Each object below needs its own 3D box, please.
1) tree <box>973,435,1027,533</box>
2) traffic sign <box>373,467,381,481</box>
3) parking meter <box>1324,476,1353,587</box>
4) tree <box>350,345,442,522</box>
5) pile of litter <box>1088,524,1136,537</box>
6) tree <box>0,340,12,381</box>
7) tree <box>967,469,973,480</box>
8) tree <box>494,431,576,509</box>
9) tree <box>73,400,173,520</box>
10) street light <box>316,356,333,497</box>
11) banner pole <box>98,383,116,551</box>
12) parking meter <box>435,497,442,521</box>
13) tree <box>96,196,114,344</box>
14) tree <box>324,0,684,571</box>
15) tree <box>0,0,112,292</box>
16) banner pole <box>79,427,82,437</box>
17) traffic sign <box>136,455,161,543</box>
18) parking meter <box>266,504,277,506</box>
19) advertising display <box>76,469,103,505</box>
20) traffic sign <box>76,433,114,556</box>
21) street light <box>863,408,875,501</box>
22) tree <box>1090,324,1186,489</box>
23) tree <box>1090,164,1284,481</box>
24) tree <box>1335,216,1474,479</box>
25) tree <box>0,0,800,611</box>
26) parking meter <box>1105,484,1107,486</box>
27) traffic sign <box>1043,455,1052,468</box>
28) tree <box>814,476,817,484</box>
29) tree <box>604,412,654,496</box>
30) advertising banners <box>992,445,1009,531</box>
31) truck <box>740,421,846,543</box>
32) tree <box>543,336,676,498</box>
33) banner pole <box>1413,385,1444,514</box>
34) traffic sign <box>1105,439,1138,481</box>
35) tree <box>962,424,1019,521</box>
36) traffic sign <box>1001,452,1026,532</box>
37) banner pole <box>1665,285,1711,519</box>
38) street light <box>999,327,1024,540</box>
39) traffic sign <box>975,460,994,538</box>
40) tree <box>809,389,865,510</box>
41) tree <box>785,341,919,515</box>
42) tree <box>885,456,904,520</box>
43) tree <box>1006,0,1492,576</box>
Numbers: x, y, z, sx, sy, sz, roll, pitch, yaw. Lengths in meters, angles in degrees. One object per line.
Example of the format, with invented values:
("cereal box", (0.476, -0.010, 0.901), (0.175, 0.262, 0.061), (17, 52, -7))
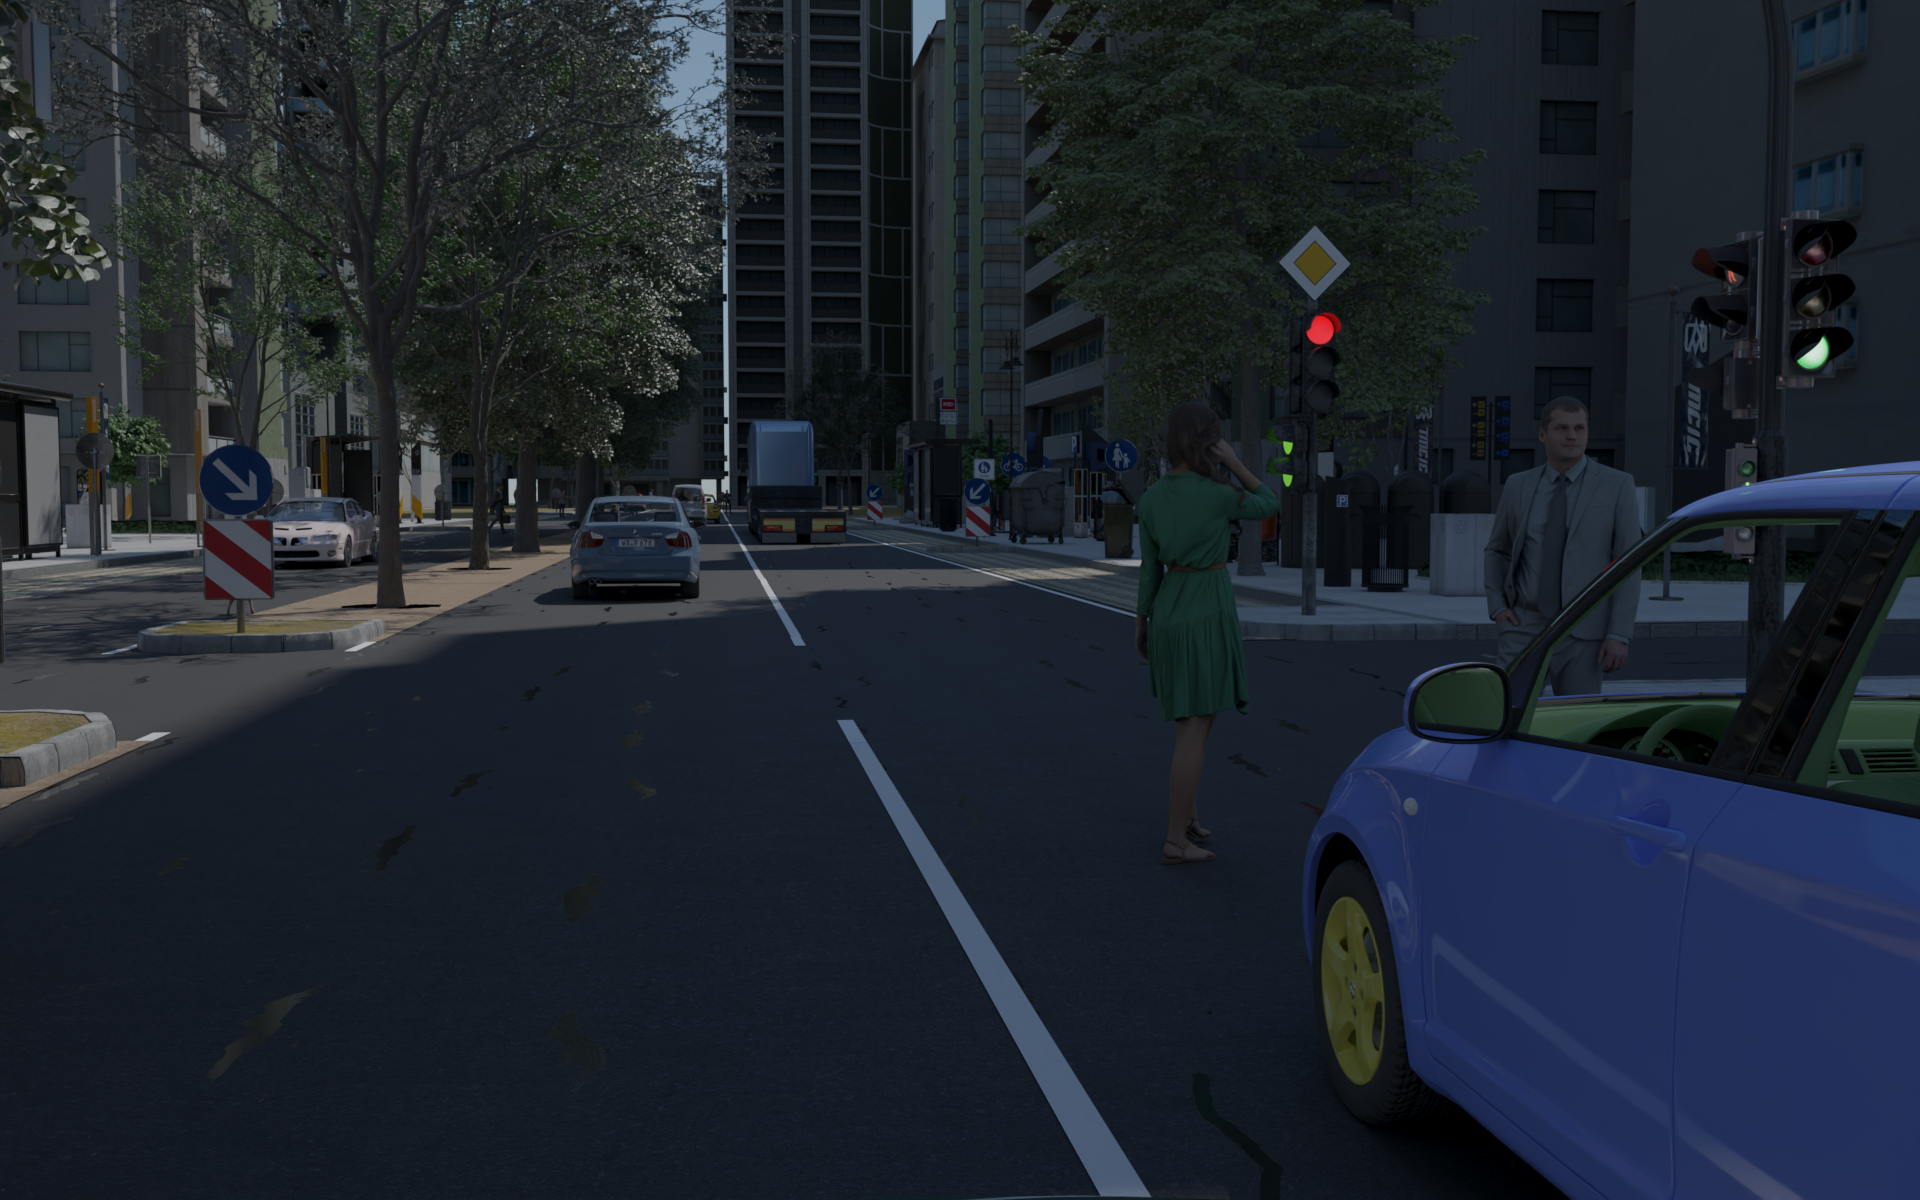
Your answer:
("tree", (1.434, -3.832, 57.257), (1.663, 3.219, 1.824), (0, 3, 0))
("traffic sign", (-23.275, -4.281, 69.993), (0.884, 2.594, 0.081), (0, 4, -1))
("parking meter", (5.245, -0.955, 24.023), (0.372, 1.533, 0.369), (0, 3, 0))
("tree", (-25.232, -7.864, 78.931), (4.360, 8.622, 3.978), (0, 3, 0))
("pile of litter", (4.602, -2.306, 51.671), (1.176, 0.858, 1.719), (-3, 5, -45))
("tree", (-35.505, -6.793, 61.435), (4.360, 8.622, 3.978), (0, 3, 0))
("tree", (1.160, -4.972, 75.900), (1.663, 3.219, 1.824), (0, 3, 0))
("tree", (-35.437, -13.212, 150.434), (7.601, 10.594, 8.767), (2, 4, 24))
("tree", (-29.372, -4.710, 60.722), (4.285, 4.588, 4.351), (0, 3, 0))
("street light", (-21.282, -5.233, 58.347), (0.468, 5.910, 1.993), (-1, 4, -8))
("banner pole", (-19.424, -3.020, 39.387), (0.401, 3.779, 0.863), (-1, 4, -14))
("parking meter", (-24.944, -4.563, 83.015), (0.372, 1.533, 0.369), (0, 3, 0))
("tree", (-21.709, -7.755, 52.543), (9.928, 11.665, 9.643), (0, 3, 0))
("tree", (-8.907, -6.355, 32.115), (9.928, 11.665, 9.643), (0, 3, 0))
("tree", (-5.169, -5.833, 4.488), (9.857, 13.997, 8.962), (0, 3, 0))
("banner pole", (-32.981, -4.596, 65.157), (0.401, 3.779, 0.863), (-1, 4, -21))
("traffic sign", (-21.084, -2.624, 45.030), (0.606, 2.300, 0.079), (0, 4, -8))
("parking meter", (-19.673, -2.518, 49.579), (0.372, 1.533, 0.369), (0, 3, 0))
("advertising display", (-22.785, -2.458, 45.396), (0.974, 1.923, 0.123), (2, 4, 30))
("traffic sign", (-17.916, -2.189, 35.890), (0.768, 2.556, 0.104), (0, 4, -4))
("street light", (-4.811, -7.268, 91.624), (0.468, 5.910, 1.993), (-1, 4, -8))
("tree", (7.525, -7.359, 70.686), (4.737, 8.622, 4.395), (0, 3, 0))
("tree", (4.537, -5.297, 36.975), (4.360, 8.622, 3.978), (0, 3, 0))
("tree", (11.298, -5.785, 44.954), (4.737, 8.622, 4.395), (0, 3, 0))
("tree", (-7.078, -6.626, 21.159), (12.009, 13.543, 11.850), (0, 3, 0))
("parking meter", (3.830, -2.150, 43.559), (0.372, 1.533, 0.369), (0, 3, 0))
("traffic sign", (2.601, -3.431, 56.207), (0.768, 2.556, 0.104), (0, 4, -7))
("tree", (-15.013, -10.965, 162.992), (4.285, 4.588, 4.351), (0, 3, 0))
("tree", (-15.524, -7.672, 78.251), (4.360, 8.622, 3.978), (0, 3, 0))
("advertising banners", (1.427, -3.955, 60.858), (0.090, 3.025, 2.074), (1, 4, 19))
("truck", (-5.749, -4.183, 58.154), (2.967, 4.110, 18.799), (0, 4, -8))
("tree", (-15.034, -9.238, 71.624), (7.486, 12.596, 7.792), (0, 3, 0))
("banner pole", (10.816, -3.049, 39.863), (0.863, 3.779, 0.401), (2, 4, 34))
("traffic sign", (3.728, -2.451, 40.183), (0.768, 2.556, 0.104), (0, 4, -5))
("tree", (1.230, -5.983, 81.542), (4.285, 4.588, 4.351), (0, 3, 0))
("traffic sign", (1.623, -3.237, 53.024), (0.768, 2.556, 0.104), (0, 4, -4))
("banner pole", (8.765, -1.893, 20.966), (0.863, 3.779, 0.401), (-2, 4, -25))
("street light", (1.431, -4.615, 48.251), (0.468, 5.910, 1.993), (-1, 4, -8))
("traffic sign", (0.706, -2.970, 50.690), (0.606, 2.300, 0.079), (0, 4, -5))
("tree", (-8.095, -10.085, 115.255), (4.360, 8.622, 3.978), (0, 3, 0))
("tree", (-6.587, -10.434, 105.012), (8.767, 10.594, 7.601), (0, 4, 2))
("tree", (-3.055, -5.669, 87.290), (1.663, 3.219, 1.824), (0, 3, 0))
("tree", (4.185, -6.666, 27.109), (7.486, 12.596, 7.792), (0, 3, 0))
